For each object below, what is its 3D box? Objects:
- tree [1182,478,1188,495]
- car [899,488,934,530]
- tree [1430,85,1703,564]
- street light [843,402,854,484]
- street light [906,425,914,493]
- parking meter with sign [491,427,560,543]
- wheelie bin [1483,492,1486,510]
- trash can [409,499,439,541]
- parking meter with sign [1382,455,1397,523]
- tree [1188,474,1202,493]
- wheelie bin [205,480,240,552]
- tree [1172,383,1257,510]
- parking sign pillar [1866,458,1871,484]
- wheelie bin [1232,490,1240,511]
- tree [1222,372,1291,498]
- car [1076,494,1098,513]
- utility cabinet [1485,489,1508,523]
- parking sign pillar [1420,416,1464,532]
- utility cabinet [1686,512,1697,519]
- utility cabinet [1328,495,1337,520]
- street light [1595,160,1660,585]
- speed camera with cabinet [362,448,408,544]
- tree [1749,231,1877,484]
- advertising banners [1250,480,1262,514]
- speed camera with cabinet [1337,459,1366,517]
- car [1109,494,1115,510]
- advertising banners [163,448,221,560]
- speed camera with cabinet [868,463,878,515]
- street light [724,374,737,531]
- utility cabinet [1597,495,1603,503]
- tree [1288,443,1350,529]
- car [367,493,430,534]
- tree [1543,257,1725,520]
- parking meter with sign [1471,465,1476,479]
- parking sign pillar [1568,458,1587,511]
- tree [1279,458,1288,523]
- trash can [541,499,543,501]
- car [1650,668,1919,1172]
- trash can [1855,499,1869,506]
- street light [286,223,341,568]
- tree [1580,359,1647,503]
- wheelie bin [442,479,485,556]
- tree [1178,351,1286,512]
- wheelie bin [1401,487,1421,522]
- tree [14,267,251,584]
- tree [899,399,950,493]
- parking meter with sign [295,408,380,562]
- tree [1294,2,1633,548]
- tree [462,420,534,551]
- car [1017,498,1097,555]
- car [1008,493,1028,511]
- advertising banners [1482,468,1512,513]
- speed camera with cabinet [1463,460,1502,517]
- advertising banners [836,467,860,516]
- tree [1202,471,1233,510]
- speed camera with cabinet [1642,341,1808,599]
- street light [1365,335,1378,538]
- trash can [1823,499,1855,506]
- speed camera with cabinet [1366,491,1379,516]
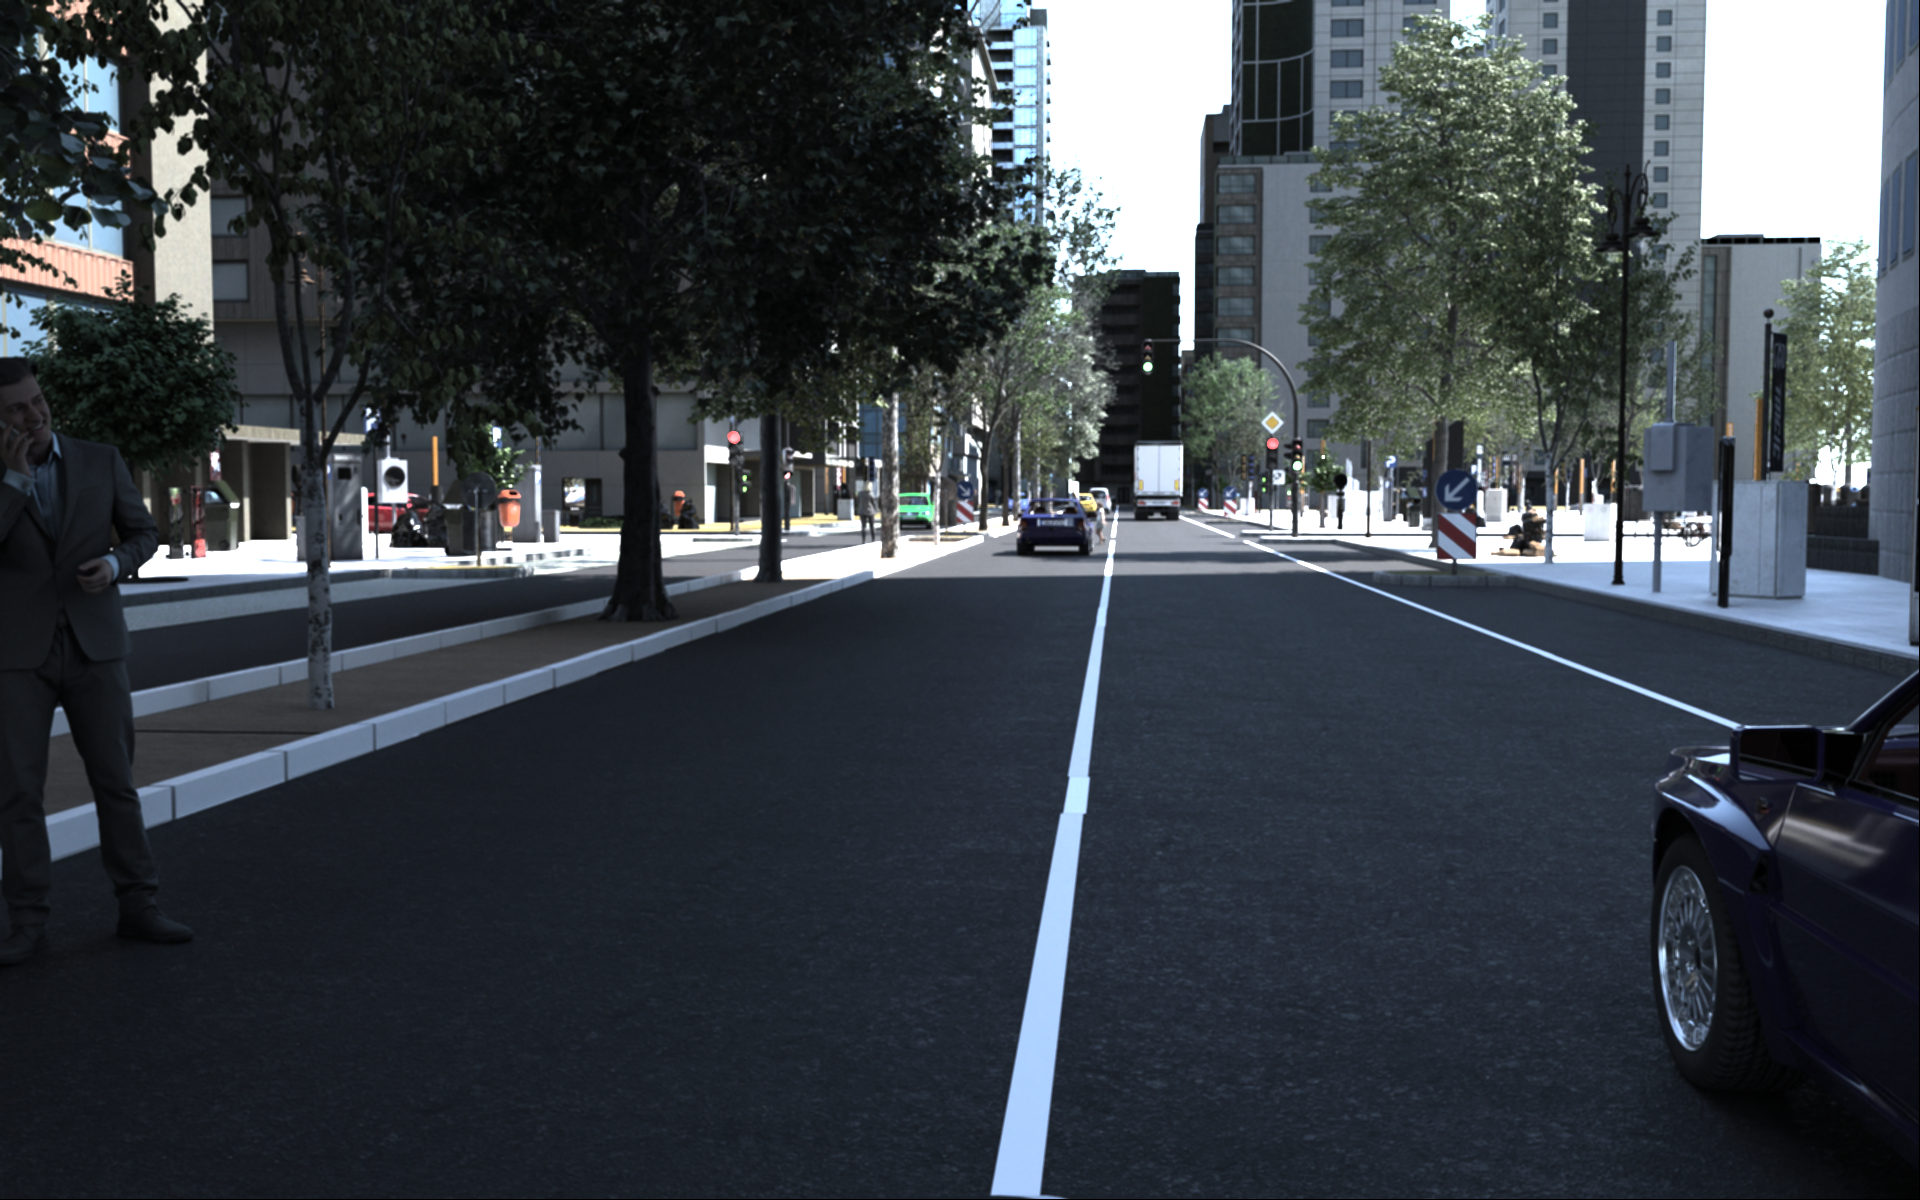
[{"bbox_3d":[25.821,-12.649,201.418,1.663,3.219,1.824,0,3,0],"label":"tree"},{"bbox_3d":[-1.886,-3.798,70.892,1.959,1.807,4.718,0,4,3],"label":"car"},{"bbox_3d":[10.906,-4.965,31.535,4.737,8.622,4.395,0,3,0],"label":"tree"},{"bbox_3d":[-5.644,-6.995,87.160,0.468,5.910,1.993,0,4,5],"label":"street light"},{"bbox_3d":[-3.210,-8.587,113.185,0.468,5.910,1.993,0,4,5],"label":"street light"},{"bbox_3d":[-11.332,-2.995,45.237,1.738,3.016,0.543,1,4,9],"label":"parking meter with sign"},{"bbox_3d":[35.663,-6.673,117.006,0.693,1.594,0.980,0,4,3],"label":"wheelie bin"},{"bbox_3d":[-14.250,-2.106,46.081,0.748,1.137,0.748,0,3,0],"label":"trash can"},{"bbox_3d":[19.483,-5.049,78.819,0.543,3.016,1.738,1,4,8],"label":"parking meter with sign"},{"bbox_3d":[23.113,-10.507,166.387,1.663,3.219,1.824,0,3,0],"label":"tree"},{"bbox_3d":[-16.536,-1.882,38.685,0.693,1.594,0.980,0,4,-4],"label":"wheelie bin"},{"bbox_3d":[20.082,-12.363,136.541,7.601,10.594,8.767,0,4,-5],"label":"tree"},{"bbox_3d":[65.744,-8.333,124.714,1.447,3.967,1.447,0,4,3],"label":"parking sign pillar"},{"bbox_3d":[20.811,-7.551,131.359,0.980,1.594,0.693,3,5,40],"label":"wheelie bin"},{"bbox_3d":[17.826,-9.488,105.494,4.360,8.622,3.978,0,3,0],"label":"tree"},{"bbox_3d":[8.326,-6.522,116.858,2.015,1.641,3.980,0,4,5],"label":"car"},{"bbox_3d":[23.743,-4.161,76.710,0.318,1.500,1.173,-1,4,-18],"label":"utility cabinet"},{"bbox_3d":[16.631,-4.355,59.675,1.447,3.967,1.447,-1,4,-10],"label":"parking sign pillar"},{"bbox_3d":[38.203,-4.891,91.132,1.020,1.237,0.306,3,5,41],"label":"utility cabinet"},{"bbox_3d":[18.730,-4.643,87.071,0.306,1.237,1.020,0,4,2],"label":"utility cabinet"},{"bbox_3d":[9.357,-3.159,24.443,0.468,5.910,1.993,0,4,5],"label":"street light"},{"bbox_3d":[-15.211,-3.053,44.250,2.038,3.252,0.660,-3,5,-40],"label":"speed camera with cabinet"},{"bbox_3d":[38.670,-9.625,75.503,7.486,12.596,7.792,0,3,0],"label":"tree"},{"bbox_3d":[18.832,-6.978,110.279,0.090,3.025,2.074,-1,4,-10],"label":"advertising banners"},{"bbox_3d":[22.121,-6.359,98.303,0.660,3.252,2.038,3,5,40],"label":"speed camera with cabinet"},{"bbox_3d":[13.321,-9.106,160.675,2.131,1.459,4.920,0,4,6],"label":"car"},{"bbox_3d":[-15.216,-2.342,34.483,0.090,3.025,2.074,0,4,8],"label":"advertising banners"},{"bbox_3d":[-5.778,-7.018,109.076,0.660,3.252,2.038,-2,4,-25],"label":"speed camera with cabinet"},{"bbox_3d":[-8.006,-5.373,60.644,0.468,5.910,1.993,0,4,5],"label":"street light"},{"bbox_3d":[44.191,-6.663,120.109,1.020,1.237,0.306,-2,4,-35],"label":"utility cabinet"},{"bbox_3d":[13.502,-4.279,64.564,1.663,3.219,1.824,0,3,0],"label":"tree"},{"bbox_3d":[-18.183,-2.921,56.799,4.494,1.783,2.155,0,4,6],"label":"car"},{"bbox_3d":[26.519,-8.195,68.395,7.601,10.594,8.767,2,4,31],"label":"tree"},{"bbox_3d":[30.391,-6.600,104.176,1.738,3.016,0.543,-2,4,-32],"label":"parking meter with sign"},{"bbox_3d":[46.478,-8.664,130.135,1.447,3.967,1.447,-1,4,-21],"label":"parking sign pillar"},{"bbox_3d":[15.189,-5.114,78.212,1.663,3.219,1.824,0,3,0],"label":"tree"},{"bbox_3d":[-12.220,-2.300,49.254,0.748,1.137,0.748,0,3,0],"label":"trash can"},{"bbox_3d":[2.490,0.589,2.946,1.945,1.354,3.894,0,4,6],"label":"car"},{"bbox_3d":[26.010,-2.323,49.637,0.748,1.137,0.748,0,3,0],"label":"trash can"},{"bbox_3d":[-10.934,-3.484,29.744,0.468,5.910,1.993,0,4,5],"label":"street light"},{"bbox_3d":[33.097,-8.521,89.676,4.360,8.622,3.978,0,3,0],"label":"tree"},{"bbox_3d":[-10.260,-1.709,35.852,0.980,1.594,0.693,2,4,33],"label":"wheelie bin"},{"bbox_3d":[19.577,-12.176,124.839,9.928,11.665,9.643,0,3,0],"label":"tree"},{"bbox_3d":[20.581,-4.362,79.229,0.980,1.594,0.693,-2,4,-27],"label":"wheelie bin"},{"bbox_3d":[-12.163,-2.548,25.376,4.285,4.588,4.351,0,3,0],"label":"tree"},{"bbox_3d":[-2.797,-10.860,127.931,4.737,8.622,4.395,0,3,0],"label":"tree"},{"bbox_3d":[-11.984,-2.276,33.466,0.543,3.016,1.738,2,4,34],"label":"parking meter with sign"},{"bbox_3d":[11.761,-7.493,40.631,7.486,12.596,7.792,0,3,0],"label":"tree"},{"bbox_3d":[-10.698,-2.724,39.141,1.663,3.219,1.824,0,3,0],"label":"tree"},{"bbox_3d":[2.332,-1.797,41.953,1.945,1.354,3.894,0,4,6],"label":"car"},{"bbox_3d":[4.887,-8.261,144.654,1.945,1.707,3.694,0,4,4],"label":"car"},{"bbox_3d":[35.517,-7.255,114.805,2.074,3.025,0.090,0,4,1],"label":"advertising banners"},{"bbox_3d":[29.460,-6.316,97.605,2.038,3.252,0.660,2,4,26],"label":"speed camera with cabinet"},{"bbox_3d":[-6.429,-6.324,99.588,0.090,3.025,2.074,3,5,41],"label":"advertising banners"},{"bbox_3d":[21.452,-9.062,142.757,1.663,3.219,1.824,0,3,0],"label":"tree"},{"bbox_3d":[9.678,-1.688,21.942,0.660,3.252,2.038,-2,4,-28],"label":"speed camera with cabinet"},{"bbox_3d":[11.875,-4.735,50.207,0.468,5.910,1.993,0,4,5],"label":"street light"},{"bbox_3d":[20.847,-1.825,41.492,0.748,1.137,0.748,0,3,0],"label":"trash can"},{"bbox_3d":[24.015,-6.675,103.476,2.038,3.252,0.660,1,4,21],"label":"speed camera with cabinet"}]
